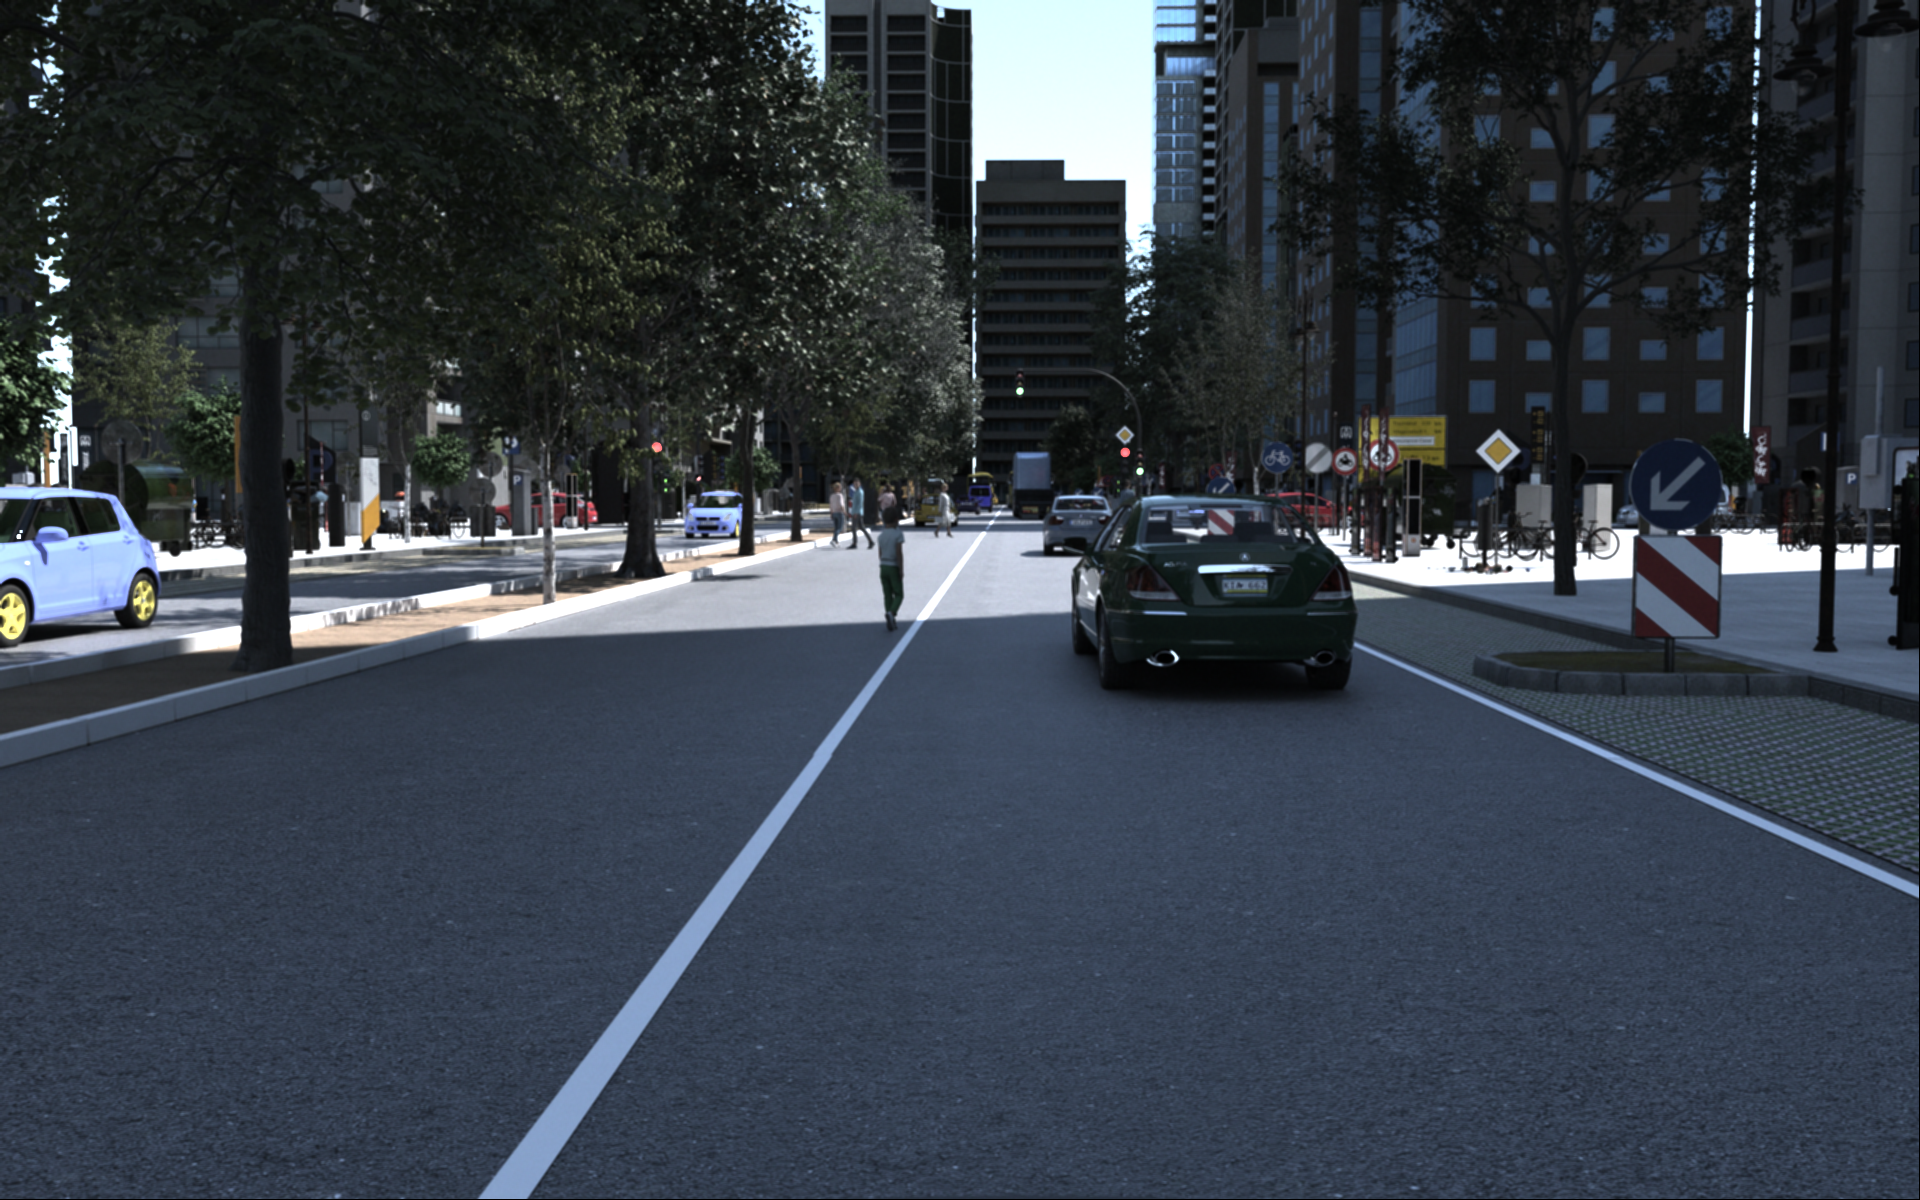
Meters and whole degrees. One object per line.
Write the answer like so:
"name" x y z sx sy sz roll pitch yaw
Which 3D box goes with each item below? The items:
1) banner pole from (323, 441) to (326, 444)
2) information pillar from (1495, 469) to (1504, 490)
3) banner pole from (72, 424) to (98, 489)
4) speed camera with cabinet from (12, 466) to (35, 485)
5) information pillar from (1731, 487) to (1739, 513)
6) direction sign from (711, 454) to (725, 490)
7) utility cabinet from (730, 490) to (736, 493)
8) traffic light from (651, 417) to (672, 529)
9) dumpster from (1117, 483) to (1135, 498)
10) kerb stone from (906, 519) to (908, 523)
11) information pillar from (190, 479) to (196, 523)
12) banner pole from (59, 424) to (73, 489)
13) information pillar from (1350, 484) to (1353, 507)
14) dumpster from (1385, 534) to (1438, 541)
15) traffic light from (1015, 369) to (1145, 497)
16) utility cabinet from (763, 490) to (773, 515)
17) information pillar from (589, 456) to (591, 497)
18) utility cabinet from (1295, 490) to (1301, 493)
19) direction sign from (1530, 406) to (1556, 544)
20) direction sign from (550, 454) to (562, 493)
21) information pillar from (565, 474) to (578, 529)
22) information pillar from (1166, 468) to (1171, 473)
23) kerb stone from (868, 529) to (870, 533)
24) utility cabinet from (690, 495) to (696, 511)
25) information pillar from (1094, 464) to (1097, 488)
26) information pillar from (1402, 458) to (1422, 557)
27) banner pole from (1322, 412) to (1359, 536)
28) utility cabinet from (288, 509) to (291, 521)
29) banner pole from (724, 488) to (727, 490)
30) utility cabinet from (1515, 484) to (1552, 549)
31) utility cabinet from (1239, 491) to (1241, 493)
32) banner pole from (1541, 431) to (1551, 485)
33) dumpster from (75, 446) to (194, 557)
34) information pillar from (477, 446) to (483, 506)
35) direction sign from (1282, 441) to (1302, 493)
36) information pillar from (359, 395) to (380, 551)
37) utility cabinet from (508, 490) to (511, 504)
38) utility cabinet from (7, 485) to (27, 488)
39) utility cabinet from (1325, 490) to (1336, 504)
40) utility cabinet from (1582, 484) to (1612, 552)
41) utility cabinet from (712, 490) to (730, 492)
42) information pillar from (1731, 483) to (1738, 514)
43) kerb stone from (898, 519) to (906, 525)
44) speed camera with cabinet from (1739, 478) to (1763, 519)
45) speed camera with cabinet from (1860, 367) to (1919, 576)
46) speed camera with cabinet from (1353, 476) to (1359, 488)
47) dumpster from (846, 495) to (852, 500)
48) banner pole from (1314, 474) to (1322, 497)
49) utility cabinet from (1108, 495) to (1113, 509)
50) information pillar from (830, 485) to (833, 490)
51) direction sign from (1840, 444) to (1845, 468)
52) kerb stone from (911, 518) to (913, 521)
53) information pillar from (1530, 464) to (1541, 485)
"banner pole" -30.184 -5.644 82.300 0.401 3.779 0.863 -1 4 -12
"information pillar" 24.853 -5.403 79.694 0.183 3.616 0.504 -3 5 -42
"banner pole" -31.181 -4.410 62.126 0.401 3.779 0.863 2 4 35
"speed camera with cabinet" -39.629 -4.886 74.218 0.660 3.252 2.038 1 4 11
"information pillar" 50.545 -6.633 112.942 0.304 2.012 0.304 -1 4 -11
"direction sign" -13.734 -6.502 98.310 0.876 3.537 0.379 -3 5 -41
"utility cabinet" -13.007 -5.393 96.855 0.318 1.500 1.173 -3 5 -41
"traffic light" -11.019 -4.560 63.479 0.839 4.253 0.868 0 4 2
"dumpster" 12.023 -7.427 123.926 1.502 2.255 1.985 0 4 2
"kerb stone" -2.774 -3.820 84.685 0.120 0.150 1.000 0 4 2
"information pillar" -33.811 -4.381 76.122 0.304 2.012 0.304 0 4 -7
"banner pole" -32.091 -4.421 62.302 0.863 3.779 0.401 2 4 27
"information pillar" 20.395 -6.011 89.640 0.504 3.616 0.183 -1 4 -17
"dumpster" 12.566 -2.813 48.481 1.502 2.255 1.985 0 4 2
"traffic light" 4.391 -5.396 62.890 4.771 5.953 1.251 0 4 2
"utility cabinet" -11.670 -5.900 105.143 0.318 1.500 1.173 1 4 9
"information pillar" -22.513 -6.979 105.460 0.183 3.616 0.504 0 4 -4
"utility cabinet" 18.267 -5.158 93.016 0.318 1.500 1.173 2 4 24
"direction sign" 15.172 -3.225 44.733 0.876 3.537 0.379 0 4 7
"direction sign" -21.522 -6.133 92.267 0.876 3.537 0.379 2 4 34
"information pillar" -14.164 -3.589 63.170 0.304 2.012 0.304 2 4 23
"information pillar" 15.201 -8.305 127.144 0.504 3.616 0.183 -1 4 -14
"kerb stone" -3.440 -2.477 62.690 0.120 0.150 1.000 0 4 2
"utility cabinet" -12.560 -4.424 83.490 0.306 1.237 1.020 2 4 35
"information pillar" 10.761 -8.905 136.953 0.183 3.616 0.504 2 4 29
"information pillar" 9.250 -1.894 35.455 0.304 2.012 0.304 0 4 -4
"banner pole" 11.710 -3.866 53.232 0.863 3.779 0.401 -1 4 -13
"utility cabinet" -24.037 -3.104 61.915 0.306 1.237 1.020 -1 4 -18
"banner pole" -19.420 -9.337 142.680 0.863 3.779 0.401 3 5 43
"utility cabinet" 13.413 -1.945 40.479 0.318 1.500 1.173 -1 4 -9
"utility cabinet" 16.085 -5.629 100.715 0.318 1.500 1.173 1 4 20
"banner pole" 20.354 -4.294 60.223 0.401 3.779 0.863 3 5 44
"dumpster" -16.493 -1.965 34.616 1.502 2.255 1.985 0 4 2
"information pillar" -15.555 -3.961 56.120 0.183 3.616 0.504 0 4 -5
"direction sign" 14.180 -5.005 73.822 0.379 3.537 0.876 -3 5 -43
"information pillar" -13.479 -2.944 39.494 0.183 3.616 0.504 2 4 30
"utility cabinet" -25.956 -5.692 101.745 0.318 1.500 1.173 3 5 40
"utility cabinet" -22.666 -1.969 40.870 0.318 1.500 1.173 3 5 41
"utility cabinet" 22.676 -5.874 104.718 1.173 1.500 0.318 2 4 31
"utility cabinet" 14.179 -1.828 38.570 0.318 1.500 1.173 3 4 36
"utility cabinet" -13.256 -5.302 95.371 0.318 1.500 1.173 2 4 26
"information pillar" 49.650 -7.322 111.076 0.504 3.616 0.183 0 4 -4
"kerb stone" -2.810 -3.760 83.664 0.120 0.150 1.000 0 4 2
"speed camera with cabinet" 41.427 -5.854 90.056 0.660 3.252 2.038 -1 4 -14
"speed camera with cabinet" 14.562 -1.958 26.347 0.660 3.252 2.038 0 4 -5
"speed camera with cabinet" 19.361 -5.295 80.902 0.660 3.252 2.038 -3 5 -41
"dumpster" -8.764 -7.800 135.751 1.865 1.857 1.264 0 4 3
"banner pole" 20.426 -6.634 98.476 0.863 3.779 0.401 -2 4 -31
"utility cabinet" 11.326 -7.496 133.721 1.020 1.237 0.306 1 4 14
"information pillar" -10.548 -8.449 142.627 0.304 2.012 0.304 -2 4 -28
"direction sign" 39.982 -5.293 78.529 0.379 3.537 0.876 1 4 18
"kerb stone" -2.649 -4.073 88.786 0.120 0.150 1.000 0 4 2
"information pillar" 23.288 -4.819 70.145 0.504 3.616 0.183 -2 4 -26
